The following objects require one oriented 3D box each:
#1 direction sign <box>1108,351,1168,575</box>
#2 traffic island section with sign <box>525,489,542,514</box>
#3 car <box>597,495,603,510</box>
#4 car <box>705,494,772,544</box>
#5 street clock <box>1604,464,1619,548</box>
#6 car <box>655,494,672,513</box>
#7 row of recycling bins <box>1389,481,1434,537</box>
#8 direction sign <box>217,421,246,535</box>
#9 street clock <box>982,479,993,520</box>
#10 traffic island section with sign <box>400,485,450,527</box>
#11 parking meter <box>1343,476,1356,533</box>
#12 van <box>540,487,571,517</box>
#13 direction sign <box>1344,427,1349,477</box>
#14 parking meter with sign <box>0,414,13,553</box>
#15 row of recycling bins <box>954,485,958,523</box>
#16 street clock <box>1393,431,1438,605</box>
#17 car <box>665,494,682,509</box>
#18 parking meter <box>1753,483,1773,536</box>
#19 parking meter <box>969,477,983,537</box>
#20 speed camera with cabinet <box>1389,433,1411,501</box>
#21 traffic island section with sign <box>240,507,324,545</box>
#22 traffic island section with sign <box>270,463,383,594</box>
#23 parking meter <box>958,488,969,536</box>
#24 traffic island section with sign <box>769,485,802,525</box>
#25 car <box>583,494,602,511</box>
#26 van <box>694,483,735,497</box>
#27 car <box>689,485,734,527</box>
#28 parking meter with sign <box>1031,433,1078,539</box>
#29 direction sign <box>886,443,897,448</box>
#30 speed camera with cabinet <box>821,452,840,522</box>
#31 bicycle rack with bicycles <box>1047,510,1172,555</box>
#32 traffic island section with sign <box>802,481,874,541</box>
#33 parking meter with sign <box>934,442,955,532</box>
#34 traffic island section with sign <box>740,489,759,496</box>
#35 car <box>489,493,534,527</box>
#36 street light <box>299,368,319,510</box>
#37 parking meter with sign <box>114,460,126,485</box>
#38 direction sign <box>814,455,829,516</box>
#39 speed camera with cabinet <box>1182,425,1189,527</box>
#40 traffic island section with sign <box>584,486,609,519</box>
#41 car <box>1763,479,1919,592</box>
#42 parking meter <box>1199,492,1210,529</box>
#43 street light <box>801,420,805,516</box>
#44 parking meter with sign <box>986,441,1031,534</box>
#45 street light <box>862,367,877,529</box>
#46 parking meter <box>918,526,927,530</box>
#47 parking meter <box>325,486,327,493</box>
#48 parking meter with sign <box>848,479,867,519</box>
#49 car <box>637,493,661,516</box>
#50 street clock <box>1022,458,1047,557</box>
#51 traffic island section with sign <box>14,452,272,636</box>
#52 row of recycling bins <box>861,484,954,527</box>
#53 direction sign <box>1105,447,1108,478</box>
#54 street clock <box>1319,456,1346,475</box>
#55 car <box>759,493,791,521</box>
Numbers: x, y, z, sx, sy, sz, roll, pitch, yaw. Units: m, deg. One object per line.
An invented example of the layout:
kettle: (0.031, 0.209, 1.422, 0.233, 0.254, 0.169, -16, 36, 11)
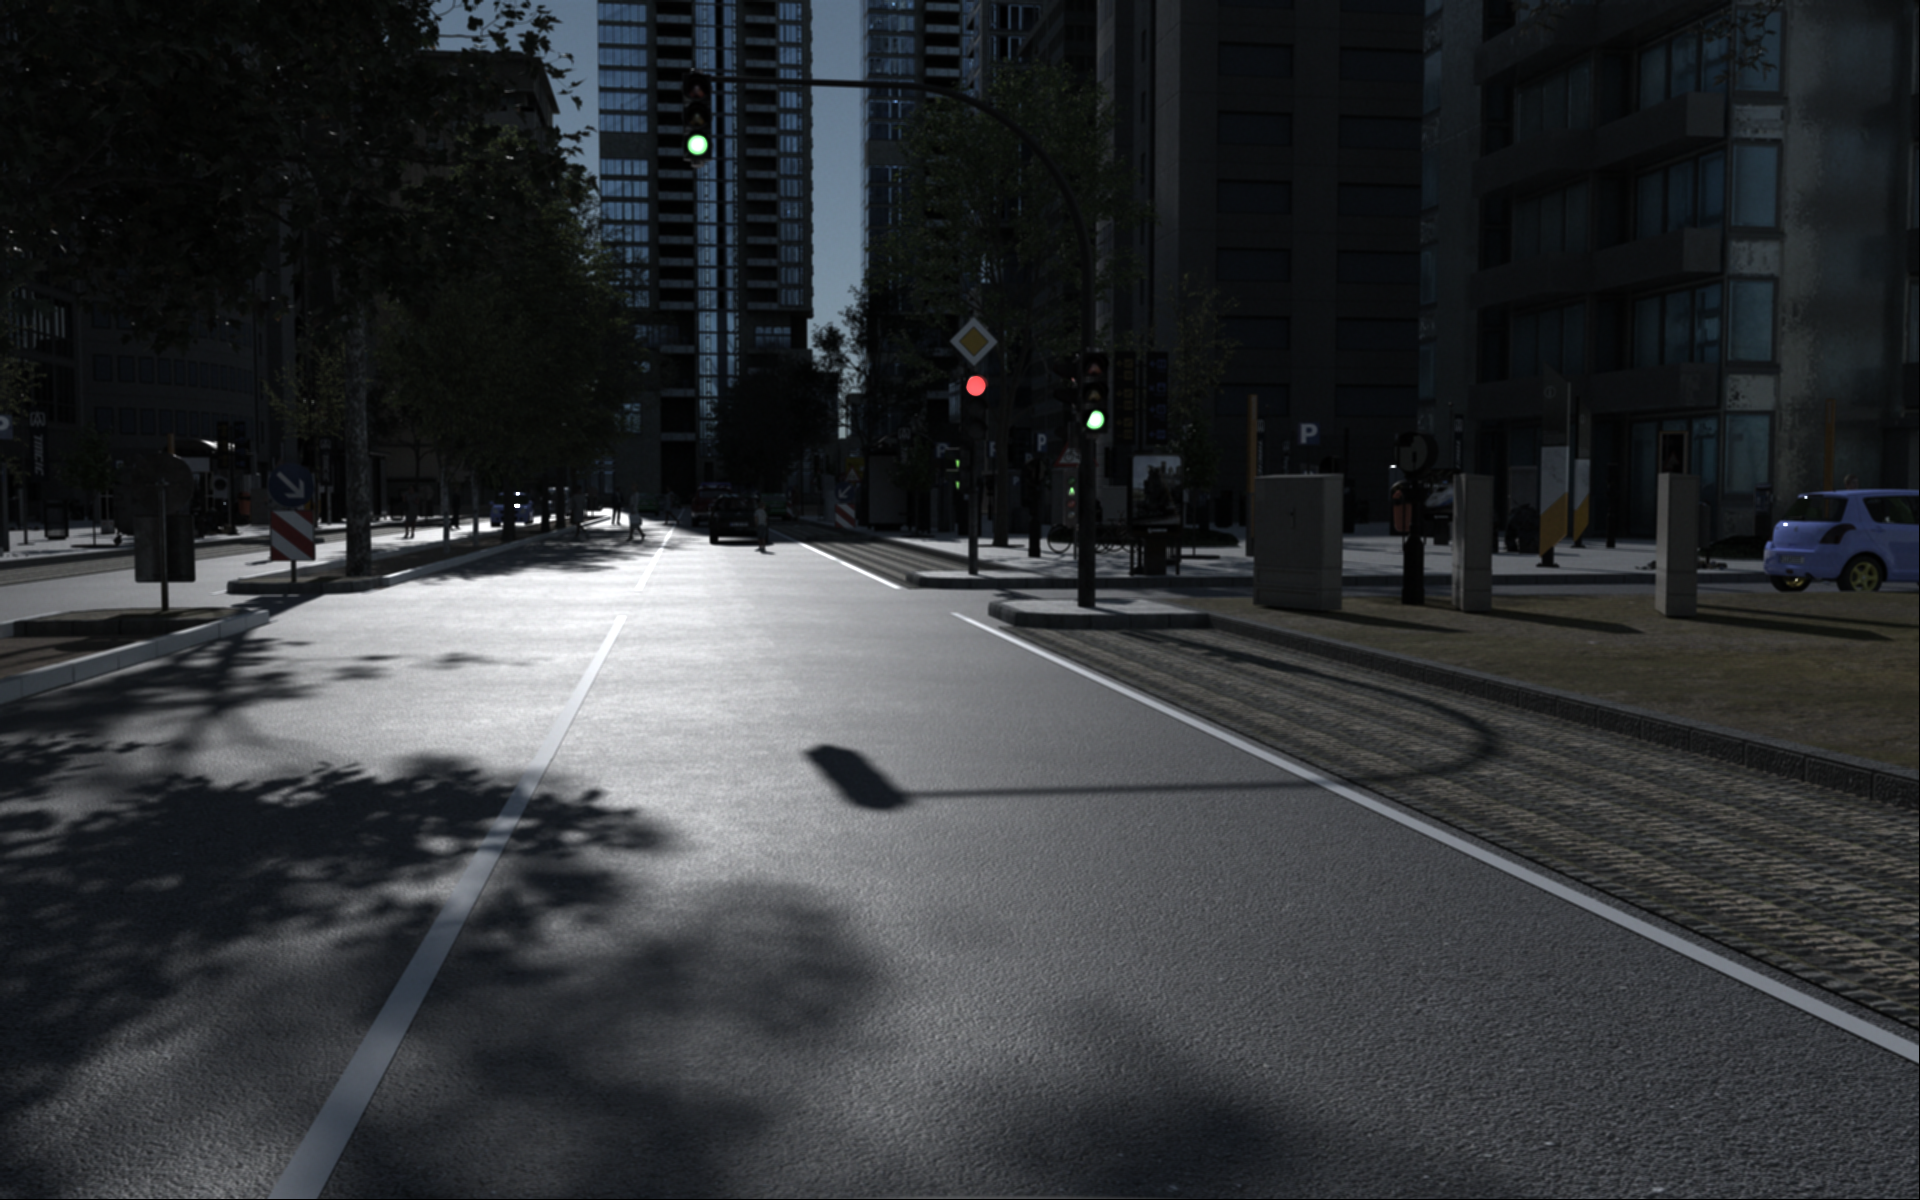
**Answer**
direction sign: (2.874, -2.177, 27.587, 0.876, 3.537, 0.379, -1, 4, -9)
traffic island section with sign: (-31.196, -7.165, 125.777, 1.989, 1.847, 2.006, -1, 4, -9)
car: (-34.032, -9.048, 160.513, 1.945, 1.354, 3.894, -1, 4, -10)
car: (-6.599, -2.558, 51.615, 2.009, 1.686, 4.222, 0, 4, -8)
street clock: (15.512, -2.243, 41.239, 0.358, 2.002, 0.471, 1, 4, 15)
car: (-22.729, -7.301, 131.371, 2.014, 1.417, 4.499, -1, 4, -10)
row of recycling bins: (14.131, -2.756, 52.167, 1.069, 1.692, 3.534, -1, 4, -17)
direction sign: (-22.695, -3.793, 54.013, 0.876, 3.537, 0.379, 0, 3, 0)
street clock: (1.468, -4.891, 84.531, 0.471, 2.002, 0.358, 1, 4, 12)
traffic island section with sign: (-23.601, -4.154, 76.553, 1.989, 1.847, 2.006, -1, 4, -9)
parking meter: (12.739, -3.123, 56.770, 0.399, 1.863, 0.255, 2, 4, 35)
van: (-24.715, -6.079, 106.410, 2.013, 2.044, 4.112, 0, 4, -8)
direction sign: (13.188, -4.108, 59.165, 0.379, 3.537, 0.876, 1, 4, 20)
parking meter with sign: (-21.474, -2.590, 38.600, 0.543, 3.016, 1.738, -2, 4, -34)
row of recycling bins: (-0.462, -4.285, 77.171, 1.069, 1.692, 3.534, -2, 4, -26)
street clock: (5.274, -0.950, 20.101, 0.358, 2.002, 0.471, -3, 5, -43)
car: (-28.521, -9.743, 171.094, 2.131, 1.459, 4.920, 0, 4, -8)
parking meter: (18.232, -1.891, 39.332, 0.372, 1.533, 0.369, 0, 3, 0)
parking meter: (0.486, -2.853, 52.363, 0.399, 1.863, 0.255, 0, 4, 4)
speed camera with cabinet: (14.603, -3.770, 55.969, 0.660, 3.252, 2.038, -1, 4, -14)
traffic island section with sign: (-19.475, -2.525, 49.915, 1.989, 1.847, 2.006, -1, 4, -9)
traffic island section with sign: (-9.786, -1.078, 25.763, 2.006, 1.907, 1.989, -1, 4, -9)
parking meter: (0.118, -2.764, 53.605, 0.372, 1.533, 0.369, 0, 3, 0)
traffic island section with sign: (-7.882, -4.373, 80.130, 1.989, 1.847, 2.006, -1, 4, -9)
car: (-31.665, -8.329, 147.975, 2.131, 1.459, 4.920, 0, 4, -8)
van: (-13.328, -5.502, 94.340, 2.240, 2.365, 5.245, -1, 4, -9)
car: (-10.932, -4.193, 77.224, 2.281, 1.827, 5.304, -1, 4, -8)
parking meter with sign: (2.957, -3.220, 48.914, 1.738, 3.016, 0.543, 3, 4, 37)
direction sign: (-3.117, -5.224, 77.409, 0.379, 3.537, 0.876, 3, 5, 39)
speed camera with cabinet: (-6.017, -5.278, 80.635, 0.660, 3.252, 2.038, -1, 4, -12)
bicycle rack with bicycles: (3.344, -1.479, 37.559, 2.925, 0.926, 2.852, 0, 4, -6)
traffic island section with sign: (-3.707, -2.725, 53.174, 1.989, 1.847, 2.006, -1, 4, -9)
parking meter with sign: (-0.480, -3.841, 59.059, 0.543, 3.016, 1.738, 0, 4, 8)
traffic island section with sign: (-15.308, -7.314, 128.214, 1.989, 1.847, 2.006, -1, 4, -9)
car: (-20.098, -4.167, 77.715, 1.945, 1.707, 3.694, -1, 4, -10)
street light: (-23.943, -5.570, 63.856, 0.468, 5.910, 1.993, -1, 4, -9)
parking meter with sign: (-42.455, -5.623, 88.202, 0.543, 3.016, 1.738, -3, 5, -44)
direction sign: (-8.108, -6.694, 101.441, 0.876, 3.537, 0.379, -1, 4, -18)
speed camera with cabinet: (6.224, -3.439, 50.556, 0.660, 3.252, 2.038, 0, 4, -3)
traffic island section with sign: (-21.272, -5.620, 100.022, 2.006, 1.907, 1.989, -1, 4, -9)
car: (13.448, -0.920, 24.626, 3.694, 1.707, 1.945, -1, 4, -11)
parking meter: (8.699, -3.259, 61.701, 0.372, 1.533, 0.369, 0, 3, 0)
street light: (-9.279, -7.888, 101.751, 0.468, 5.910, 1.993, -1, 4, -9)
parking meter with sign: (1.601, -3.662, 56.136, 0.543, 3.016, 1.738, -3, 4, -37)
street light: (-3.316, -5.531, 63.228, 0.468, 5.910, 1.993, -1, 4, -9)
parking meter: (-1.341, -3.389, 61.116, 0.255, 1.863, 0.399, -2, 4, -33)
parking meter: (-32.264, -5.067, 88.558, 0.399, 1.863, 0.255, -1, 4, -21)
parking meter with sign: (-5.004, -5.617, 88.100, 0.543, 3.016, 1.738, 2, 4, 34)
car: (-20.606, -6.399, 113.423, 1.959, 1.807, 4.718, -1, 4, -9)
street clock: (1.516, -1.873, 35.198, 0.471, 2.002, 0.358, -2, 4, -23)
traffic island section with sign: (-8.664, -0.630, 18.441, 2.006, 1.907, 1.989, -1, 4, -9)
row of recycling bins: (-2.170, -3.768, 68.714, 3.534, 1.692, 1.069, -1, 4, -8)
direction sign: (7.264, -5.604, 83.619, 0.379, 3.537, 0.876, 3, 5, 44)
street clock: (7.118, -1.747, 33.132, 0.358, 2.002, 0.471, -3, 5, -40)
car: (-10.112, -5.166, 93.266, 1.959, 1.807, 4.718, -1, 4, -10)
